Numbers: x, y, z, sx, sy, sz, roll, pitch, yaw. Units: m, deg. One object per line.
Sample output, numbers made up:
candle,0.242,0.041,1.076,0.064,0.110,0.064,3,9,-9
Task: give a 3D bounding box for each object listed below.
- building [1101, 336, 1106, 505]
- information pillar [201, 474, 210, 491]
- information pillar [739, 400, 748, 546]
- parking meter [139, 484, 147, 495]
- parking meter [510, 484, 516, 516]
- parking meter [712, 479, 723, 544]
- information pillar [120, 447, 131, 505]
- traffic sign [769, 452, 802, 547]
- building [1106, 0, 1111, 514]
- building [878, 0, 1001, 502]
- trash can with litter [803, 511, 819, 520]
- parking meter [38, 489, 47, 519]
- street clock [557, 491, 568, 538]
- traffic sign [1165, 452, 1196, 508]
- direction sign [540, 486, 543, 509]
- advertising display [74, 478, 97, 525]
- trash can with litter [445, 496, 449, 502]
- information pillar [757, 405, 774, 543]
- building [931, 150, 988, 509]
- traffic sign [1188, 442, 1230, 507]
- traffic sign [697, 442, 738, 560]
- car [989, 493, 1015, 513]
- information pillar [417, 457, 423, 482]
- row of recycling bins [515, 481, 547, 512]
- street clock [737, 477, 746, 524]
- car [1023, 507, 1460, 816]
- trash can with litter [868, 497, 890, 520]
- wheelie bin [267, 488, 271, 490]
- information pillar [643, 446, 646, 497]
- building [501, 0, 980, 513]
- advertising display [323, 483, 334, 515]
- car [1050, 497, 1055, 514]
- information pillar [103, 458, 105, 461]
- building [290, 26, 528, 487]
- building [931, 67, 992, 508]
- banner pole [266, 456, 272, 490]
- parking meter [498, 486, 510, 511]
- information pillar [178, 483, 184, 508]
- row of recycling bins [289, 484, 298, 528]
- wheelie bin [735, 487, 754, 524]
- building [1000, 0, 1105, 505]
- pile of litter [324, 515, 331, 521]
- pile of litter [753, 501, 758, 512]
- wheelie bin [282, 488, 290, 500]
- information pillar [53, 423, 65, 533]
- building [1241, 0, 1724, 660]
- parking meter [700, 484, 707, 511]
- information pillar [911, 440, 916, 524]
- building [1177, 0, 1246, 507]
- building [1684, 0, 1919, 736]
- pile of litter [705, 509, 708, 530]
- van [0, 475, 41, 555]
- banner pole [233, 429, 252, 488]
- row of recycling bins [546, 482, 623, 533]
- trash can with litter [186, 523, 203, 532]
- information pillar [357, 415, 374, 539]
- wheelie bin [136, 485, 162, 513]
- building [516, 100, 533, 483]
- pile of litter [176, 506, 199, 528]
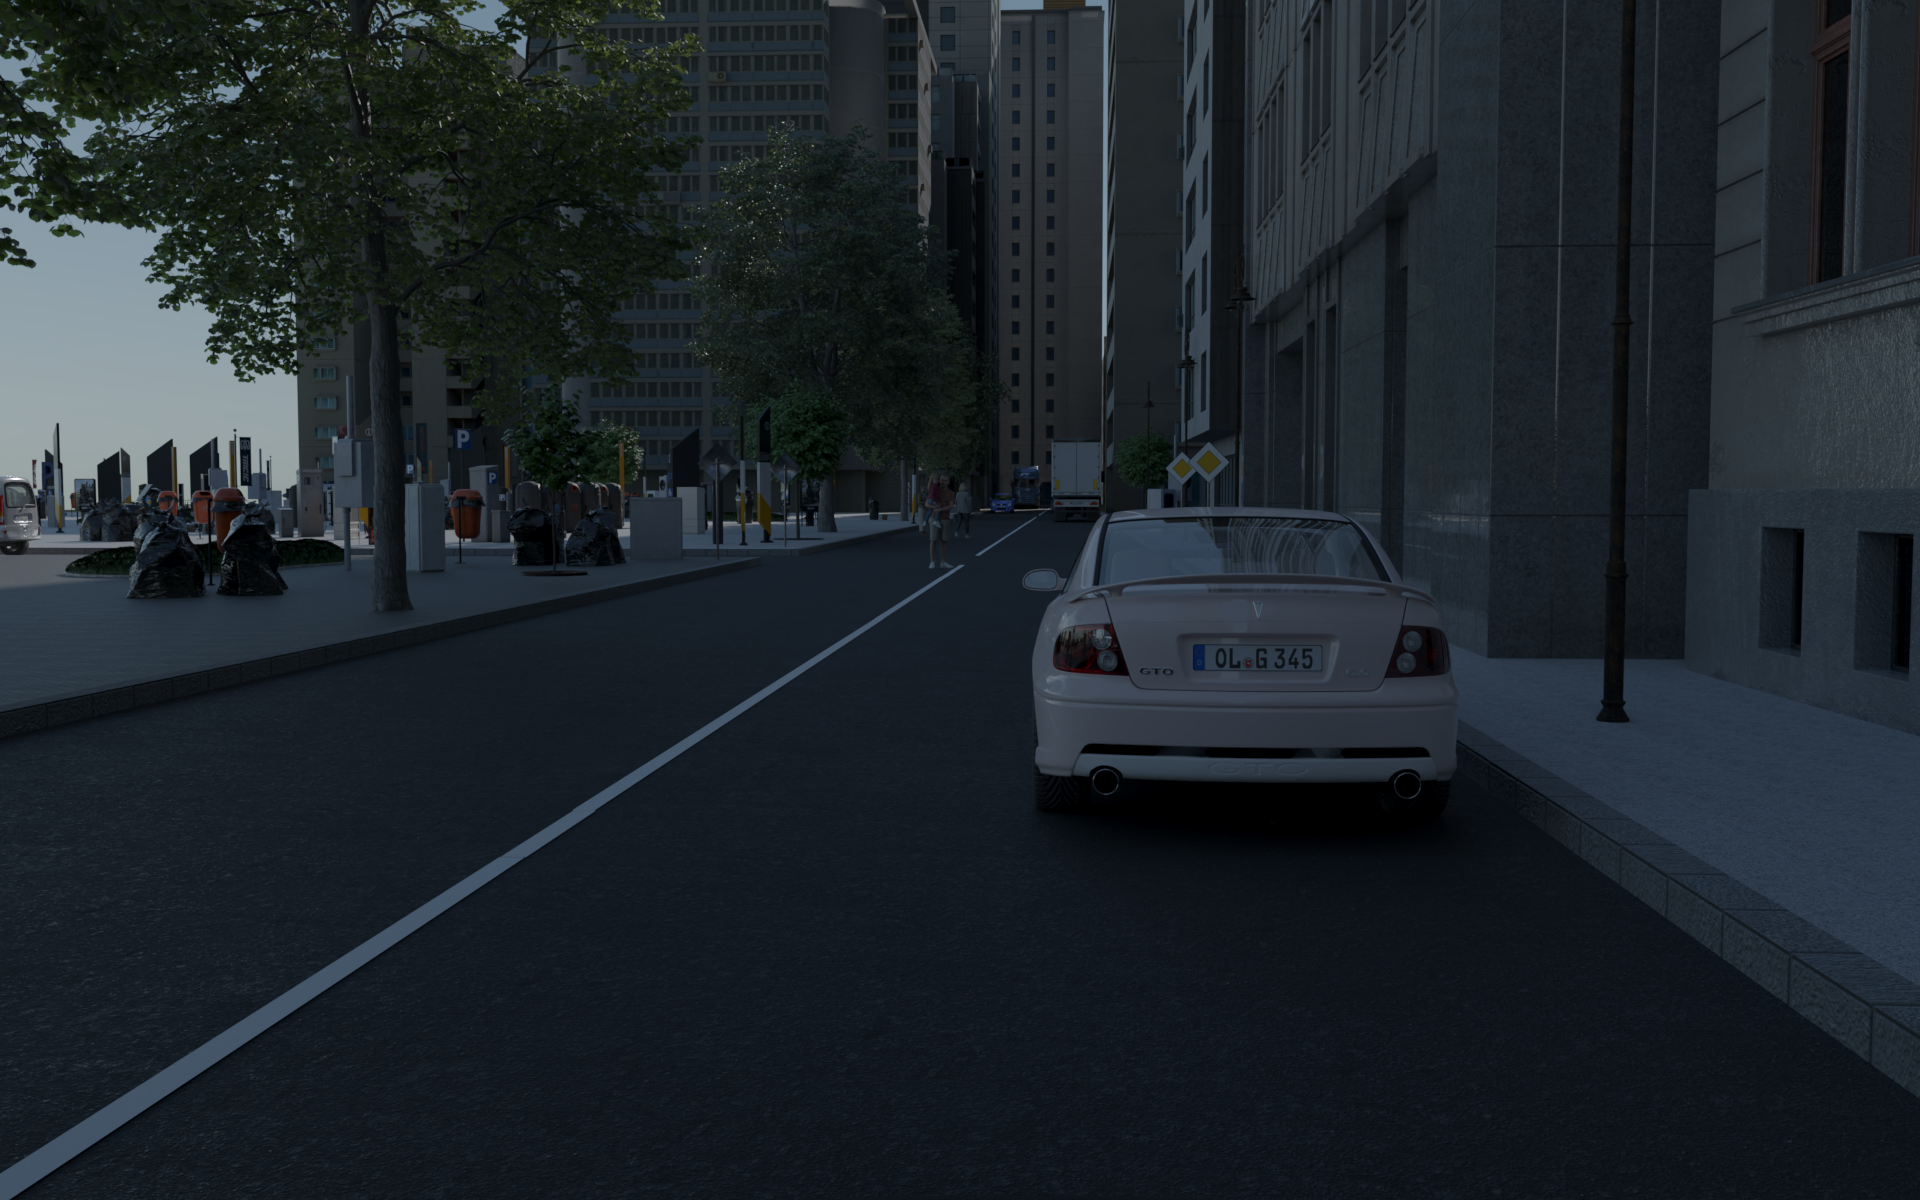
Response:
building,32.079,-22.448,212.057,28.899,21.520,27.650,0,4,4
information pillar,-27.665,-3.616,63.615,0.304,2.012,0.304,-2,4,-35
information pillar,-5.399,-3.163,43.063,0.183,3.616,0.504,0,4,-3
parking meter,-45.359,-5.532,96.154,0.255,1.863,0.399,1,4,18
parking meter,-26.109,-5.843,101.237,0.255,1.863,0.399,-3,4,-37
parking meter,-6.209,-2.364,44.370,0.255,1.863,0.399,-1,4,-12
information pillar,-41.895,-5.849,86.985,0.183,3.616,0.504,2,4,31
traffic sign,-4.210,-2.329,41.723,0.795,2.450,0.064,0,4,4
building,19.460,-29.161,100.490,21.300,48.544,21.600,0,4,4
building,-6.387,-45.505,182.251,20.611,71.187,20.563,0,4,4
trash can with litter,-7.521,-4.709,88.051,1.678,1.210,2.233,2,4,34
parking meter,-47.283,-4.942,89.209,0.372,1.533,0.369,0,3,0
street clock,-11.501,-2.780,50.018,0.358,2.002,0.471,1,4,10
traffic sign,5.264,-2.291,41.093,0.795,2.450,0.064,0,4,4
direction sign,-10.455,-3.134,43.235,0.379,3.537,0.876,0,4,-8
advertising display,-36.267,-4.075,71.834,0.974,1.923,0.123,1,4,14
trash can with litter,-20.022,-3.404,66.718,1.678,1.210,2.233,0,4,-3
information pillar,-5.128,-3.306,45.407,0.183,3.616,0.504,2,4,32
building,-4.983,-23.058,148.703,14.160,30.474,14.107,0,4,4
traffic sign,4.749,-1.803,33.125,0.795,2.450,0.064,0,4,4
traffic sign,-4.724,-1.842,33.754,0.795,2.450,0.064,0,4,4
car,3.180,-7.328,129.397,1.945,1.707,3.694,0,4,4
information pillar,-34.042,-7.206,109.179,0.504,3.616,0.183,3,5,40
row of recycling bins,-16.003,-3.683,67.329,1.069,1.692,3.534,-3,4,-38
street clock,-9.346,-4.252,74.089,0.358,2.002,0.471,-1,4,-23
car,1.350,0.197,9.141,2.083,1.381,4.827,0,4,4
trash can with litter,-4.001,-4.533,85.496,1.055,1.170,0.624,0,4,-1
wheelie bin,-34.670,-4.818,86.683,0.693,1.594,0.980,1,4,12
information pillar,-15.225,-5.645,83.650,0.183,3.616,0.504,0,4,-4
building,-14.918,-26.787,129.854,32.217,40.220,23.993,0,4,4
advertising display,-37.535,-5.985,103.068,0.123,1.923,0.974,2,4,33
car,7.627,-7.106,128.192,2.014,1.417,4.499,0,4,3
information pillar,-55.223,-7.380,112.014,0.504,3.616,0.183,3,5,41
building,-56.325,-34.341,185.180,21.600,48.544,21.300,0,4,4
building,-4.368,-29.297,162.597,14.154,41.232,14.086,0,4,4
banner pole,-45.135,-7.536,113.225,0.401,3.779,0.863,0,4,3
parking meter,-12.771,-2.447,48.412,0.372,1.533,0.369,0,3,0
information pillar,-53.663,-7.025,119.342,0.304,2.012,0.304,-1,4,-12
row of recycling bins,-25.595,-3.701,67.625,1.069,1.692,3.534,-1,4,-18
wheelie bin,-9.372,-4.132,75.465,0.693,1.594,0.980,-2,4,-30
building,3.054,-40.838,209.700,28.212,58.520,21.231,0,4,4
pile of litter,-30.043,-4.146,81.755,1.176,0.858,1.719,-1,4,-18
pile of litter,-13.957,-6.223,115.705,1.719,0.858,1.176,1,4,10
wheelie bin,-36.318,-5.274,94.138,0.980,1.594,0.693,-2,4,-26
information pillar,-29.781,-4.025,57.161,0.183,3.616,0.504,-3,5,-41
building,10.748,-12.492,22.274,12.078,24.808,19.932,0,4,4
parking meter,-15.074,-5.876,101.784,0.255,1.863,0.399,2,4,32
information pillar,-1.983,-5.089,74.564,0.183,3.616,0.504,-1,4,-11
building,13.305,-16.773,45.943,14.107,30.474,14.160,0,4,4
building,10.790,-13.024,0.334,14.401,28.519,23.554,0,4,4
pile of litter,-9.478,-2.910,61.547,1.176,0.858,1.719,1,4,10
van,-23.135,-1.966,39.161,4.112,2.044,2.013,0,4,2
banner pole,-27.580,-4.679,66.525,0.401,3.779,0.863,3,5,41
row of recycling bins,-13.352,-3.384,62.440,1.069,1.692,3.534,1,4,20
trash can with litter,-25.755,-2.888,58.603,1.055,1.170,0.624,-3,5,-40
information pillar,-17.093,-3.585,49.971,0.504,3.616,0.183,0,4,-5
wheelie bin,-26.781,-3.019,57.264,0.693,1.594,0.980,-3,5,-40
building,-31.187,-32.317,183.008,28.867,44.769,22.147,0,4,4
pile of litter,-29.290,-3.135,65.225,1.719,0.858,1.176,2,4,31
